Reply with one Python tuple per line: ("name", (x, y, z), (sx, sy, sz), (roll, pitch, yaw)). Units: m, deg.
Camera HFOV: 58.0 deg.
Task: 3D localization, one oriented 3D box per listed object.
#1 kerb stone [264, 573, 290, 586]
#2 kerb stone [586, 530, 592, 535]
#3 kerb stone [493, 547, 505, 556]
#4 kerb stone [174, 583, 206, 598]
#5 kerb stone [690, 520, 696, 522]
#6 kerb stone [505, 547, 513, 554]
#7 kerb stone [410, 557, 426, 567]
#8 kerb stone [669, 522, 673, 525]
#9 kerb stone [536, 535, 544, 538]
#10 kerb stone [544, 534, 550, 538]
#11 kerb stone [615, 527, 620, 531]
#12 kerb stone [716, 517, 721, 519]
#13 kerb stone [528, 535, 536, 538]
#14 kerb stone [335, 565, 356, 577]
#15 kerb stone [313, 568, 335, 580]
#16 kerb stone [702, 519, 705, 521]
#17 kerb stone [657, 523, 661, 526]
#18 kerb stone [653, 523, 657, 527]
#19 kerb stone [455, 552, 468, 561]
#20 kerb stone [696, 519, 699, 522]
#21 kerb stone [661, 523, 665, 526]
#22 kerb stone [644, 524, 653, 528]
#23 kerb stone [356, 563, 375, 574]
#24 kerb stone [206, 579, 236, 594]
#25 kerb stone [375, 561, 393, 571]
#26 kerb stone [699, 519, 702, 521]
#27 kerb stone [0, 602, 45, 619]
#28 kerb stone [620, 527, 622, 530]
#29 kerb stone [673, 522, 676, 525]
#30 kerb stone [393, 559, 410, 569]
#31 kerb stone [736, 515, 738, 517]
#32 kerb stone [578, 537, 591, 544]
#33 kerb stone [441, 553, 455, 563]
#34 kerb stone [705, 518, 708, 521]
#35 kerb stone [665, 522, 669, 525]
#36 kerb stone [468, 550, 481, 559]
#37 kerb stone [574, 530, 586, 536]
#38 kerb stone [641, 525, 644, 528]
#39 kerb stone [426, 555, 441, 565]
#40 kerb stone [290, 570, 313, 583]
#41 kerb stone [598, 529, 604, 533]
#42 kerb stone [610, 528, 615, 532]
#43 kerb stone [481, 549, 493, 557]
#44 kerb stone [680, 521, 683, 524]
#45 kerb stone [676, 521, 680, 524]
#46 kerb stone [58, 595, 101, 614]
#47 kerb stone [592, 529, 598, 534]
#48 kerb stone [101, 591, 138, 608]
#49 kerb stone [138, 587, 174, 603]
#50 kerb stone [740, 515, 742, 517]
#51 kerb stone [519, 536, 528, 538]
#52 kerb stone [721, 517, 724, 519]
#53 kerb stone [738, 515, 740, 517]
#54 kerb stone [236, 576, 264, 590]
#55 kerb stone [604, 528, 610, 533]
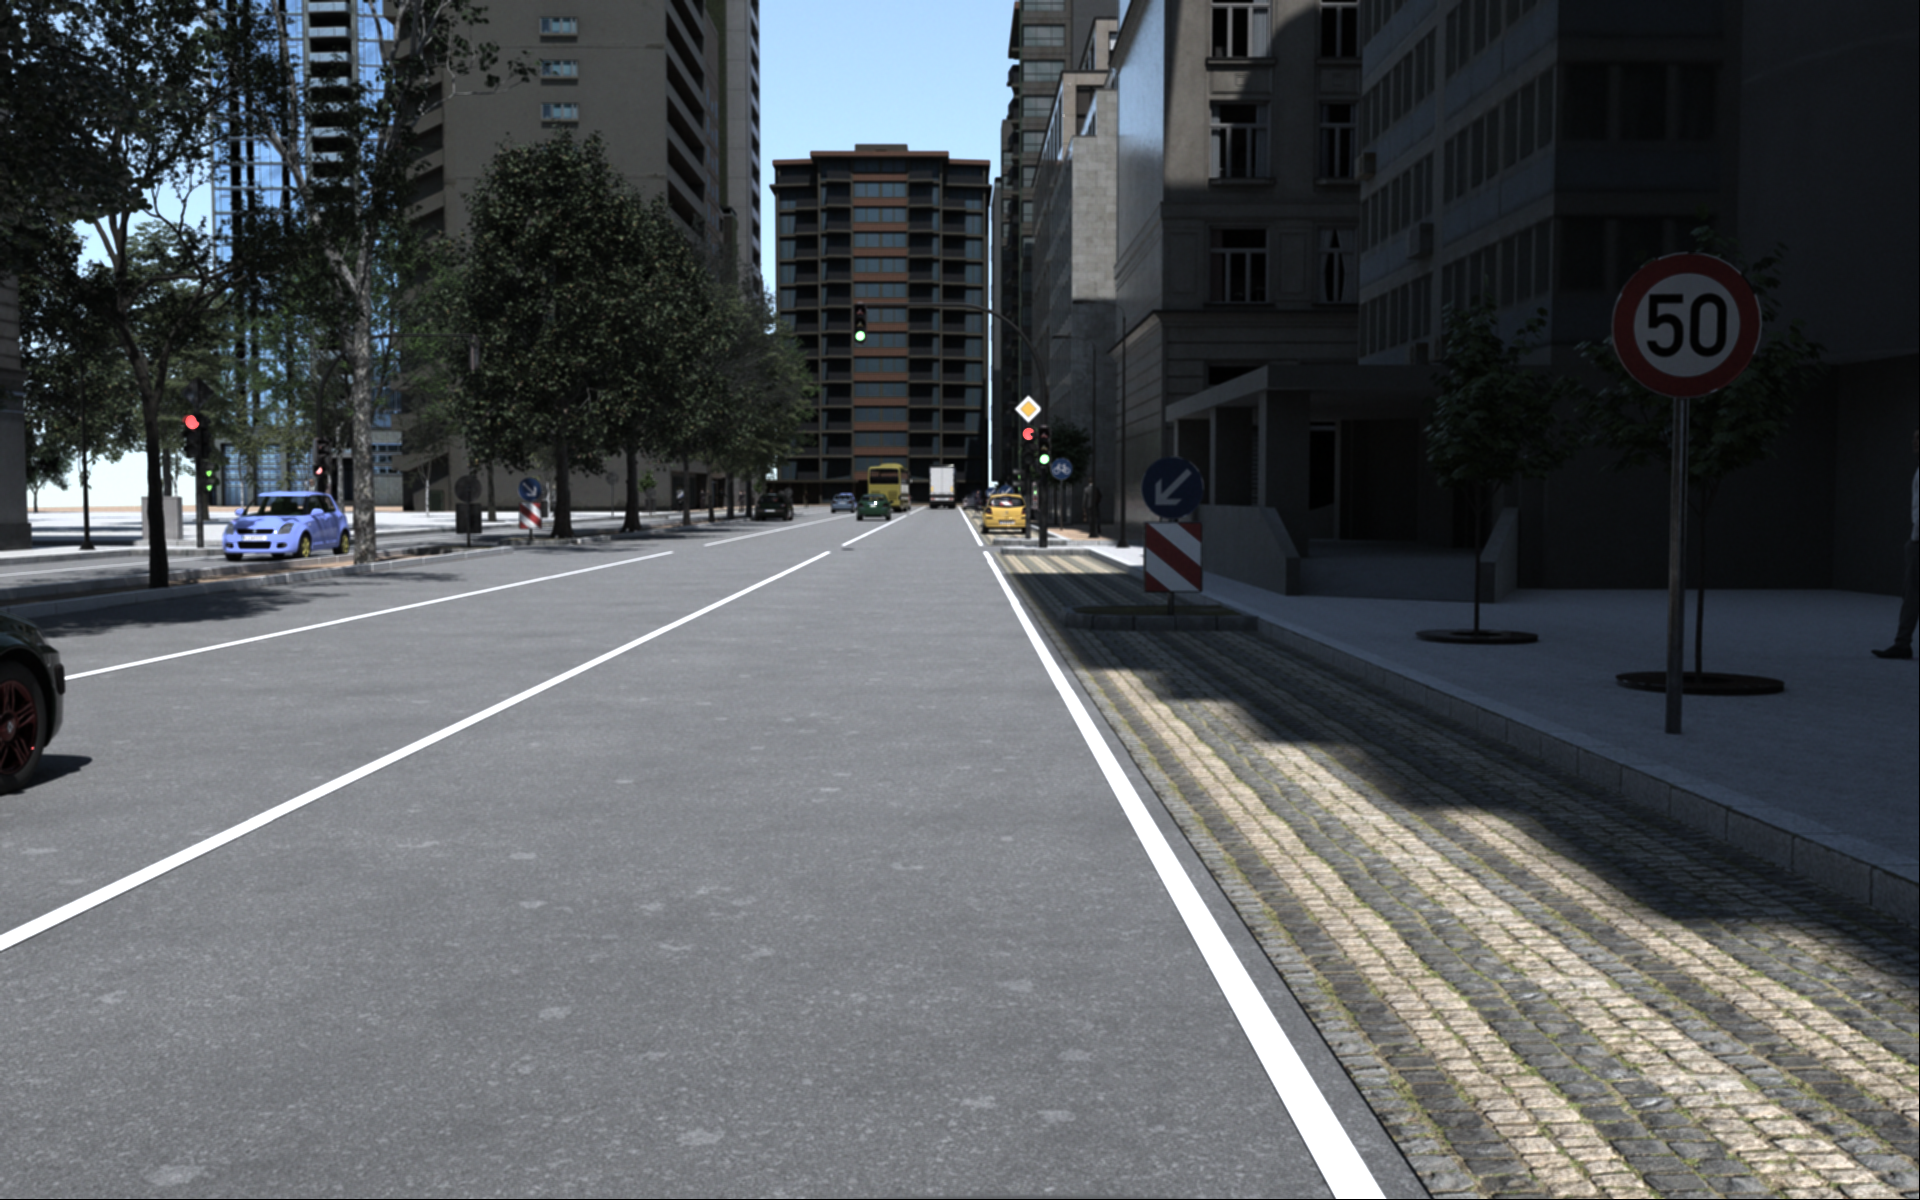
("kerb stone", (-10.862, -0.310, 27.303), (0.120, 0.150, 1.000), (0, 4, 0))
("kerb stone", (-13.130, -2.351, 60.628), (0.120, 0.150, 1.000), (0, 4, 0))
("kerb stone", (-10.928, -1.127, 40.618), (0.120, 0.150, 1.000), (0, 4, 0))
("kerb stone", (-10.849, -0.117, 24.215), (0.120, 0.150, 1.000), (0, 4, 0))
("kerb stone", (-13.240, -3.858, 85.294), (0.120, 0.150, 1.000), (0, 4, 0))
("kerb stone", (-10.931, -1.189, 41.643), (0.120, 0.150, 1.000), (0, 4, 0))
("kerb stone", (-10.895, -0.751, 34.471), (0.120, 0.150, 1.000), (0, 4, 0))
("kerb stone", (-13.203, -3.420, 78.115), (0.120, 0.150, 1.000), (0, 4, 0))
("kerb stone", (-13.085, -1.912, 53.455), (0.120, 0.150, 1.000), (0, 4, 0))
("kerb stone", (-13.087, -1.975, 54.479), (0.120, 0.150, 1.000), (0, 4, 0))
("kerb stone", (-13.145, -2.665, 65.772), (0.120, 0.150, 1.000), (0, 4, 0))
("kerb stone", (-13.290, -4.421, 94.517), (0.120, 0.150, 1.000), (0, 4, 0))
("kerb stone", (-13.084, -1.849, 52.426), (0.120, 0.150, 1.000), (0, 4, 0))
("kerb stone", (-10.878, -0.493, 30.375), (0.120, 0.150, 1.000), (0, 4, 0))
("kerb stone", (-10.868, -0.437, 29.351), (0.120, 0.150, 1.000), (0, 4, 0))
("kerb stone", (-13.257, -4.047, 88.370), (0.120, 0.150, 1.000), (0, 4, 0))
("kerb stone", (-13.191, -3.231, 75.022), (0.120, 0.150, 1.000), (0, 4, 0))
("kerb stone", (-13.183, -3.164, 73.993), (0.120, 0.150, 1.000), (0, 4, 0))
("kerb stone", (-10.918, -0.939, 37.548), (0.120, 0.150, 1.000), (0, 4, 0))
("kerb stone", (-13.246, -3.922, 86.324), (0.120, 0.150, 1.000), (0, 4, 0))
("kerb stone", (-13.198, -3.294, 76.044), (0.120, 0.150, 1.000), (0, 4, 0))
("kerb stone", (-13.171, -3.105, 72.963), (0.120, 0.150, 1.000), (0, 4, 0))
("kerb stone", (-10.888, -0.563, 31.397), (0.120, 0.150, 1.000), (0, 4, 0))
("kerb stone", (-10.859, -0.186, 25.242), (0.120, 0.150, 1.000), (0, 4, 0))
("kerb stone", (-10.884, -0.621, 32.419), (0.120, 0.150, 1.000), (0, 4, 0))
("kerb stone", (-13.251, -3.985, 87.346), (0.120, 0.150, 1.000), (0, 4, 0))
("kerb stone", (-10.820, 0.128, 20.105), (0.120, 0.150, 1.000), (0, 4, 0))
("kerb stone", (-13.155, -2.725, 66.797), (0.120, 0.150, 1.000), (0, 4, 0))
("kerb stone", (-13.210, -3.482, 79.139), (0.120, 0.150, 1.000), (0, 4, 0))
("kerb stone", (-10.886, -0.688, 33.447), (0.120, 0.150, 1.000), (0, 4, 0))
("kerb stone", (-13.320, -4.861, 101.680), (0.120, 0.150, 1.000), (0, 4, 0))
("kerb stone", (-10.975, -1.724, 50.381), (0.120, 0.150, 1.000), (0, 4, 0))
("kerb stone", (-10.909, -0.871, 36.517), (0.120, 0.150, 1.000), (0, 4, 0))
("kerb stone", (-13.264, -4.110, 89.399), (0.120, 0.150, 1.000), (0, 4, 0))
("kerb stone", (-13.199, -3.356, 77.073), (0.120, 0.150, 1.000), (0, 4, 0))
("kerb stone", (-10.917, -0.998, 38.570), (0.120, 0.150, 1.000), (0, 4, 0))
("kerb stone", (-13.114, -2.288, 59.600), (0.120, 0.150, 1.000), (0, 4, 0))
("kerb stone", (-13.177, -2.979, 70.896), (0.120, 0.150, 1.000), (0, 4, 0))
("kerb stone", (-10.895, -0.809, 35.493), (0.120, 0.150, 1.000), (0, 4, 0))
("kerb stone", (-10.862, -0.375, 28.325), (0.120, 0.150, 1.000), (0, 4, 0))
("kerb stone", (-13.129, -2.476, 62.682), (0.120, 0.150, 1.000), (0, 4, 0))
("kerb stone", (-13.141, -2.599, 64.742), (0.120, 0.150, 1.000), (0, 4, 0))
("kerb stone", (-10.922, -1.064, 39.596), (0.120, 0.150, 1.000), (0, 4, 0))
("kerb stone", (-13.220, -3.609, 81.196), (0.120, 0.150, 1.000), (0, 4, 0))
("kerb stone", (-13.216, -3.538, 80.173), (0.120, 0.150, 1.000), (0, 4, 0))
("kerb stone", (-10.827, 0.067, 21.134), (0.120, 0.150, 1.000), (0, 4, 0))
("kerb stone", (-13.124, -2.413, 61.650), (0.120, 0.150, 1.000), (0, 4, 0))
("kerb stone", (-10.839, 0.002, 22.156), (0.120, 0.150, 1.000), (0, 4, 0))
("kerb stone", (-10.845, -0.061, 23.193), (0.120, 0.150, 1.000), (0, 4, 0))
("kerb stone", (-13.339, -4.985, 103.726), (0.120, 0.150, 1.000), (0, 4, 0))
("kerb stone", (-13.073, -1.786, 51.400), (0.120, 0.150, 1.000), (0, 4, 0))
("kerb stone", (-13.282, -4.486, 95.541), (0.120, 0.150, 1.000), (0, 4, 0))
("kerb stone", (-13.325, -4.924, 102.703), (0.120, 0.150, 1.000), (0, 4, 0))
("kerb stone", (-10.851, -0.249, 26.265), (0.120, 0.150, 1.000), (0, 4, 0))
("kerb stone", (-13.133, -2.540, 63.719), (0.120, 0.150, 1.000), (0, 4, 0))
